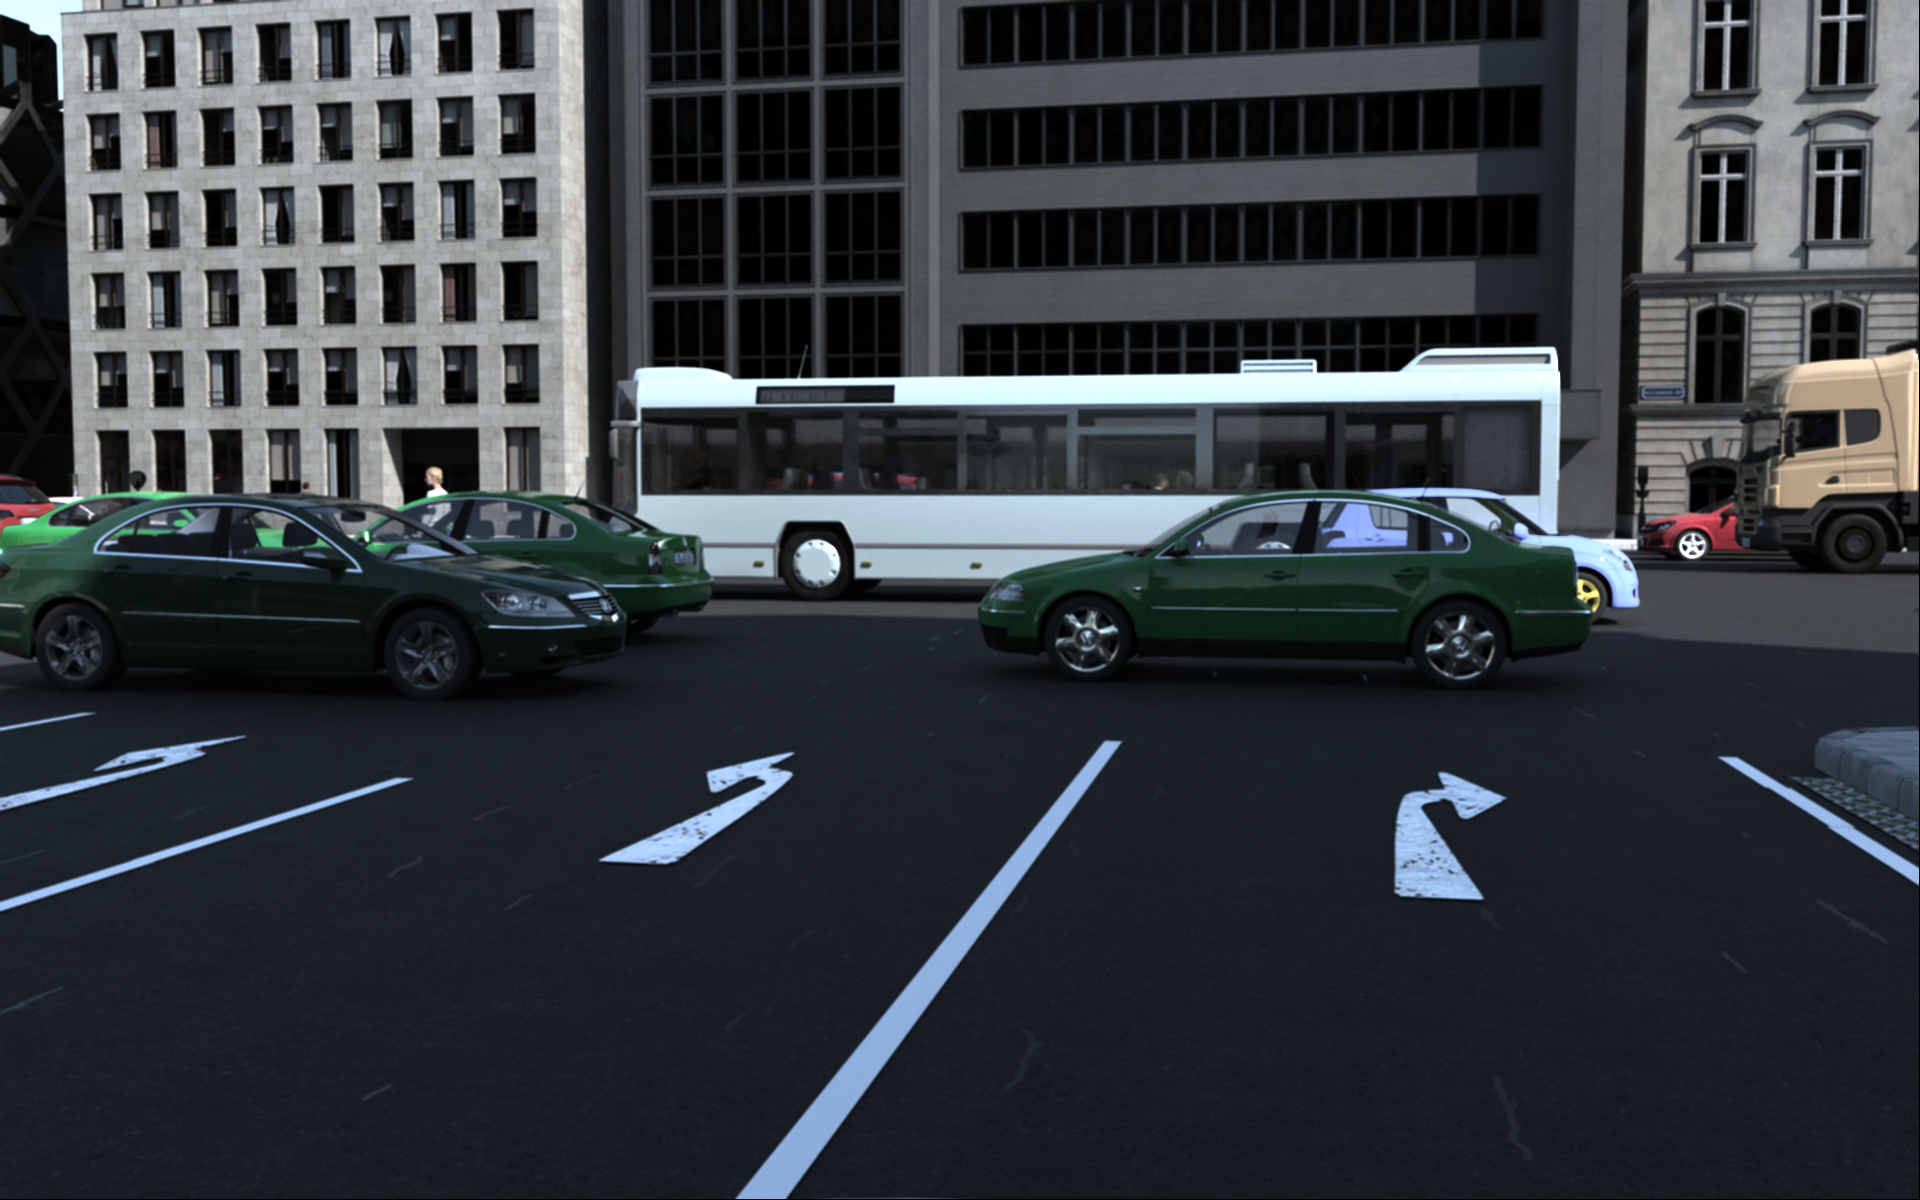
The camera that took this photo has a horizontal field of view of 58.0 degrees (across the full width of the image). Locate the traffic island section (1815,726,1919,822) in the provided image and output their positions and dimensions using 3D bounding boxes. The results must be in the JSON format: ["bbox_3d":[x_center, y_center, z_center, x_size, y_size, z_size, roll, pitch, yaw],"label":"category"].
[{"bbox_3d":[5.293,0.871,8.038,2.009,0.180,2.903,1,4,11],"label":"traffic island section"}]

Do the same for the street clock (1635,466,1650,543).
[{"bbox_3d":[17.787,-2.482,45.155,0.358,2.002,0.471,1,4,17],"label":"street clock"}]

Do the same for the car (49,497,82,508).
[{"bbox_3d":[-17.463,-1.365,34.674,4.827,1.381,2.083,1,4,10],"label":"car"}]

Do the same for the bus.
[{"bbox_3d":[1.062,-1.762,23.670,13.247,3.499,2.948,1,4,9],"label":"bus"}]

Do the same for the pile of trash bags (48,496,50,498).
[{"bbox_3d":[-29.961,-2.891,57.012,3.447,1.369,1.912,-1,4,-21],"label":"pile of trash bags"}]

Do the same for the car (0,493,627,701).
[{"bbox_3d":[-4.920,-0.081,13.125,4.920,1.459,2.131,1,4,12],"label":"car"}]

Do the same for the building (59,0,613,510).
[{"bbox_3d":[-19.135,-12.460,58.476,16.860,20.320,10.420,1,4,11],"label":"building"}]

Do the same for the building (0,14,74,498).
[{"bbox_3d":[-40.506,-12.147,66.052,16.811,18.784,16.820,1,4,11],"label":"building"}]

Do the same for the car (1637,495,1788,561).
[{"bbox_3d":[17.017,-1.737,37.437,4.494,1.783,2.155,1,4,10],"label":"car"}]

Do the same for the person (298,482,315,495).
[{"bbox_3d":[-16.228,-2.065,43.083,0.655,1.722,0.431,0,4,4],"label":"person"}]

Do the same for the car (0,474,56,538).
[{"bbox_3d":[-18.557,-1.340,30.589,5.304,1.827,2.281,1,4,12],"label":"car"}]

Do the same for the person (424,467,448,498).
[{"bbox_3d":[-6.758,-0.826,22.350,0.624,1.780,0.694,2,4,29],"label":"person"}]

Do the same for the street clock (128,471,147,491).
[{"bbox_3d":[-25.616,-3.022,53.986,0.471,2.002,0.358,-1,4,-12],"label":"street clock"}]

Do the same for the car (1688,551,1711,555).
[{"bbox_3d":[18.699,-1.948,40.644,4.718,1.807,1.959,1,4,13],"label":"car"}]

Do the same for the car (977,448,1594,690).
[{"bbox_3d":[2.491,-0.300,13.701,4.718,1.807,1.959,1,4,11],"label":"car"}]

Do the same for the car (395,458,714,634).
[{"bbox_3d":[-4.868,-0.520,17.305,4.718,1.807,1.959,1,4,11],"label":"car"}]

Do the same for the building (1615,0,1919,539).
[{"bbox_3d":[36.627,-14.122,49.975,34.723,24.649,14.460,1,4,11],"label":"building"}]

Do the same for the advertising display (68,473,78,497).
[{"bbox_3d":[-27.870,-3.012,54.467,0.123,1.923,0.974,-1,4,-19],"label":"advertising display"}]

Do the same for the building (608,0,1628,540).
[{"bbox_3d":[4.825,-14.498,56.114,30.058,24.678,14.314,1,4,11],"label":"building"}]

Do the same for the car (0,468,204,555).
[{"bbox_3d":[-10.615,-0.901,23.520,4.718,1.807,1.959,1,4,12],"label":"car"}]

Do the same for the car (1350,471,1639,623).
[{"bbox_3d":[5.766,-0.620,19.733,3.694,1.707,1.945,1,4,9],"label":"car"}]

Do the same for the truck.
[{"bbox_3d":[19.538,-2.594,31.327,11.283,4.237,2.839,1,4,10],"label":"truck"}]
